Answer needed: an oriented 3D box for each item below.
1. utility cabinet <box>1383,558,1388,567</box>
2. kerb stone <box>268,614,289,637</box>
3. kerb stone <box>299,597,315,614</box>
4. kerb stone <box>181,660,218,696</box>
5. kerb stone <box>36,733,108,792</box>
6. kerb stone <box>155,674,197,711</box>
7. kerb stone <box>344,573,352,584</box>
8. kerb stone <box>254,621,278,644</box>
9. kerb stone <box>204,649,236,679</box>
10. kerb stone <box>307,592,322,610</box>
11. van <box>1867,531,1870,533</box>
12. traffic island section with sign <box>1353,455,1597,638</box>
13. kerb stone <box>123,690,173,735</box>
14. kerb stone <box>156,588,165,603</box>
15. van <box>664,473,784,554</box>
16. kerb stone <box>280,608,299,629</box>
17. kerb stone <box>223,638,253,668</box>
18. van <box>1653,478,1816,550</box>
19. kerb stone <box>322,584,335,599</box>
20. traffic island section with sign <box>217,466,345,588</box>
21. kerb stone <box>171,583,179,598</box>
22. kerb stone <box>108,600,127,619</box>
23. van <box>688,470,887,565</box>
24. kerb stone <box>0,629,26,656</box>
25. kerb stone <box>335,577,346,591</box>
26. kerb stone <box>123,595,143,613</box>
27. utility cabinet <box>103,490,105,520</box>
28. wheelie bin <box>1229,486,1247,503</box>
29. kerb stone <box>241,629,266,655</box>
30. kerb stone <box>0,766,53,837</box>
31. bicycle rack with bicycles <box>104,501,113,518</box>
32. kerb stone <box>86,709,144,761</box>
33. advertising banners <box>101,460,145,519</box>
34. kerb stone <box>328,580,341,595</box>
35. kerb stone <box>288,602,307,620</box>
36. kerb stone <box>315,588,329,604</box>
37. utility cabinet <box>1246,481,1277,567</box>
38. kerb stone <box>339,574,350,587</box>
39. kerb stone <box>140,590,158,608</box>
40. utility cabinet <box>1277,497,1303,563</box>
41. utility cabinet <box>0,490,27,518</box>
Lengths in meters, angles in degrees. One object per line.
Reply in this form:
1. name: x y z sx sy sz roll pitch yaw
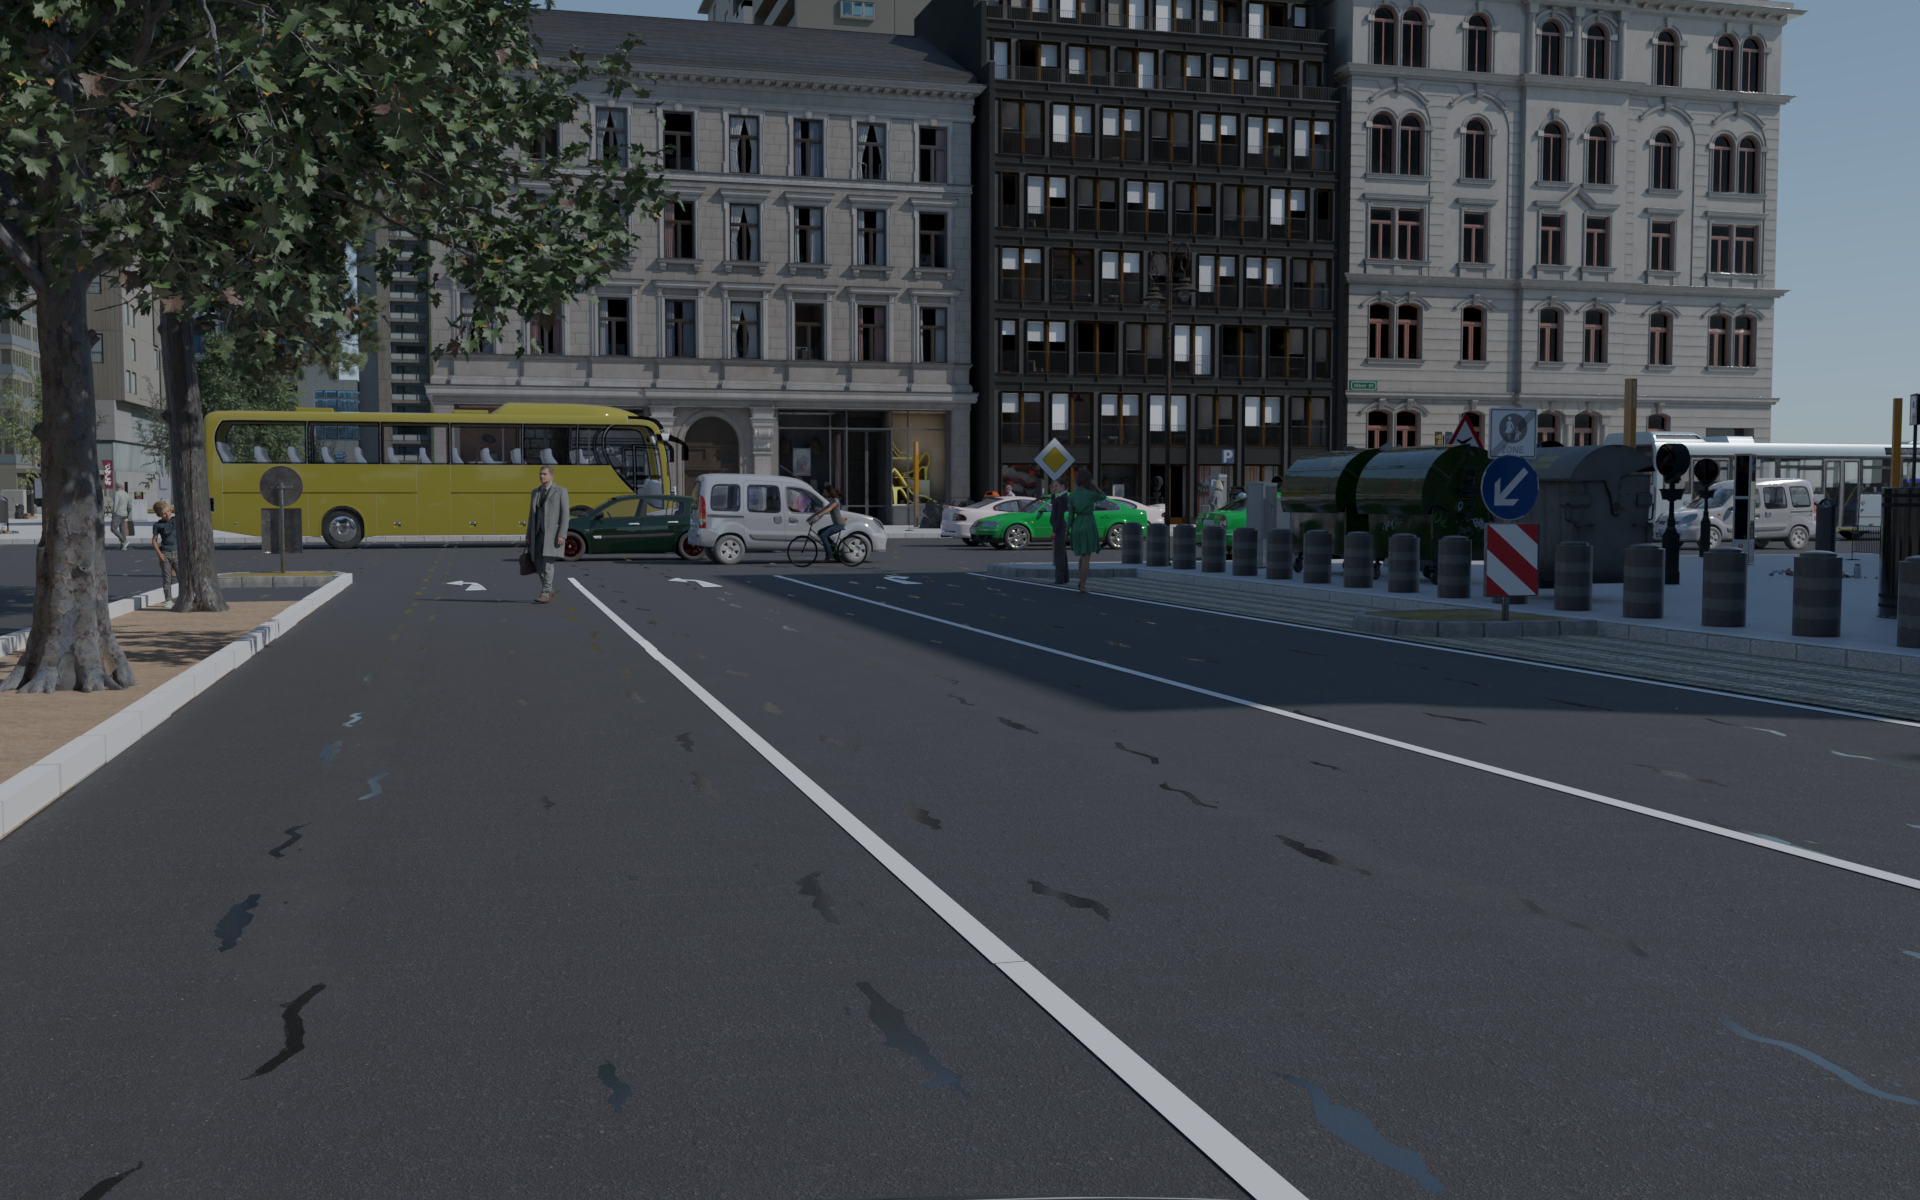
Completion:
1. utility cabinet: 7.749 -1.165 30.207 0.306 1.237 1.020 -1 4 -15
2. kerb stone: -6.972 0.279 17.637 0.120 0.150 1.000 -1 4 -16
3. kerb stone: -7.814 0.104 20.601 0.120 0.150 1.000 -1 4 -16
4. kerb stone: -5.589 0.582 12.683 0.120 0.150 1.000 -1 4 -16
5. kerb stone: -4.472 0.825 8.714 0.120 0.150 1.000 -1 4 -16
6. kerb stone: -5.313 0.643 11.689 0.120 0.150 1.000 -1 4 -16
7. kerb stone: -9.756 -0.326 27.523 0.120 0.150 1.000 -1 4 -16
8. kerb stone: -6.703 0.339 16.647 0.120 0.150 1.000 -1 4 -16
9. kerb stone: -5.868 0.524 13.677 0.120 0.150 1.000 -1 4 -16
10. kerb stone: -8.090 0.037 21.596 0.120 0.150 1.000 -1 4 -16
11. van: 35.349 -3.628 63.701 5.245 2.365 2.240 -1 4 -16
12. traffic island section with sign: 5.231 -0.583 18.157 1.989 1.847 2.006 -1 4 -16
13. kerb stone: -5.027 0.703 10.700 0.120 0.150 1.000 -1 4 -16
14. kerb stone: -10.661 -0.049 22.997 0.120 0.150 1.000 -1 4 -16
15. van: -5.931 -2.174 42.551 4.112 2.044 2.013 -1 4 -14
16. kerb stone: -7.249 0.219 18.628 0.120 0.150 1.000 -1 4 -16
17. kerb stone: -6.139 0.460 14.669 0.120 0.150 1.000 -1 4 -16
18. van: 20.141 -2.328 45.080 4.112 2.044 2.013 -1 4 -15
19. kerb stone: -8.646 -0.081 23.571 0.120 0.150 1.000 -1 4 -16
20. traffic island section with sign: -10.864 -1.188 27.563 2.006 1.907 1.989 -1 4 -16
21. kerb stone: -10.933 -0.109 23.985 0.120 0.150 1.000 -1 4 -16
22. kerb stone: -9.825 0.133 20.016 0.120 0.150 1.000 -1 4 -16
23. van: -3.584 -1.782 36.141 4.112 2.044 2.013 -1 4 -16
24. kerb stone: -8.716 0.376 16.062 0.120 0.150 1.000 -1 4 -16
25. kerb stone: -9.196 -0.203 25.550 0.120 0.150 1.000 -1 4 -16
26. kerb stone: -10.104 0.072 21.010 0.120 0.150 1.000 -1 4 -16
27. utility cabinet: -42.035 -4.589 83.716 1.173 1.500 0.318 -1 4 -20
28. wheelie bin: 11.453 -3.883 71.394 0.980 1.594 0.693 3 5 40
29. kerb stone: -6.421 0.403 15.659 0.120 0.150 1.000 -1 4 -16
30. kerb stone: -4.192 0.886 7.711 0.120 0.150 1.000 -1 4 -16
31. bicycle rack with bicycles: -46.617 -4.884 93.233 2.852 0.926 2.925 2 4 33
32. kerb stone: -4.745 0.764 9.703 0.120 0.150 1.000 -1 4 -16
33. advertising banners: -43.055 -5.687 89.173 2.074 3.025 0.090 -3 5 -42
34. kerb stone: -8.921 -0.145 24.559 0.120 0.150 1.000 -1 4 -16
35. kerb stone: -7.539 0.158 19.612 0.120 0.150 1.000 -1 4 -16
36. kerb stone: -8.367 -0.023 22.584 0.120 0.150 1.000 -1 4 -16
37. utility cabinet: 5.302 -1.326 30.355 0.318 1.500 1.173 1 4 22
38. kerb stone: -9.480 -0.265 26.536 0.120 0.150 1.000 -1 4 -16
39. kerb stone: -10.377 0.012 22.004 0.120 0.150 1.000 -1 4 -16
40. utility cabinet: 5.994 -1.276 32.028 0.306 1.237 1.020 -1 4 -17
41. utility cabinet: -49.446 -5.003 90.478 1.173 1.500 0.318 0 4 -1
